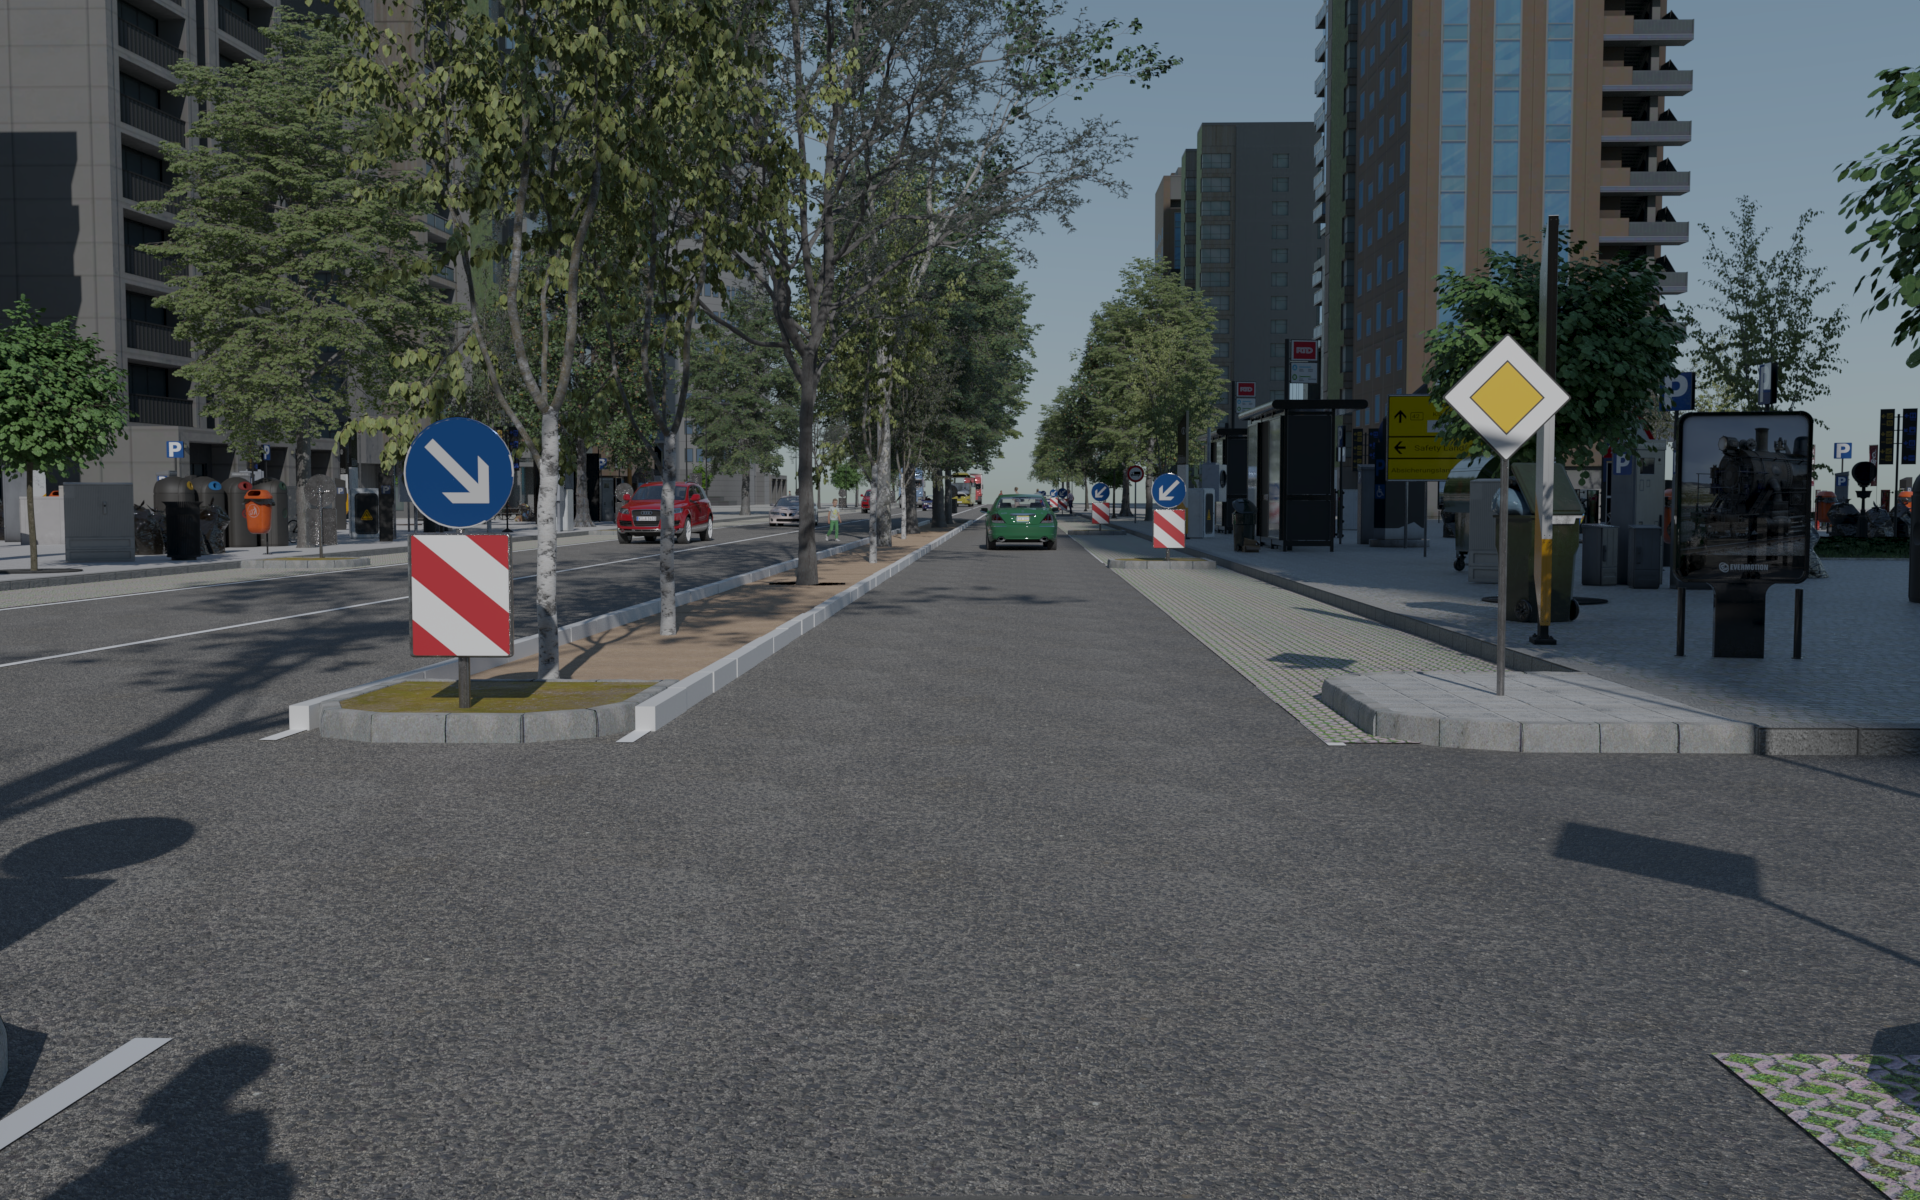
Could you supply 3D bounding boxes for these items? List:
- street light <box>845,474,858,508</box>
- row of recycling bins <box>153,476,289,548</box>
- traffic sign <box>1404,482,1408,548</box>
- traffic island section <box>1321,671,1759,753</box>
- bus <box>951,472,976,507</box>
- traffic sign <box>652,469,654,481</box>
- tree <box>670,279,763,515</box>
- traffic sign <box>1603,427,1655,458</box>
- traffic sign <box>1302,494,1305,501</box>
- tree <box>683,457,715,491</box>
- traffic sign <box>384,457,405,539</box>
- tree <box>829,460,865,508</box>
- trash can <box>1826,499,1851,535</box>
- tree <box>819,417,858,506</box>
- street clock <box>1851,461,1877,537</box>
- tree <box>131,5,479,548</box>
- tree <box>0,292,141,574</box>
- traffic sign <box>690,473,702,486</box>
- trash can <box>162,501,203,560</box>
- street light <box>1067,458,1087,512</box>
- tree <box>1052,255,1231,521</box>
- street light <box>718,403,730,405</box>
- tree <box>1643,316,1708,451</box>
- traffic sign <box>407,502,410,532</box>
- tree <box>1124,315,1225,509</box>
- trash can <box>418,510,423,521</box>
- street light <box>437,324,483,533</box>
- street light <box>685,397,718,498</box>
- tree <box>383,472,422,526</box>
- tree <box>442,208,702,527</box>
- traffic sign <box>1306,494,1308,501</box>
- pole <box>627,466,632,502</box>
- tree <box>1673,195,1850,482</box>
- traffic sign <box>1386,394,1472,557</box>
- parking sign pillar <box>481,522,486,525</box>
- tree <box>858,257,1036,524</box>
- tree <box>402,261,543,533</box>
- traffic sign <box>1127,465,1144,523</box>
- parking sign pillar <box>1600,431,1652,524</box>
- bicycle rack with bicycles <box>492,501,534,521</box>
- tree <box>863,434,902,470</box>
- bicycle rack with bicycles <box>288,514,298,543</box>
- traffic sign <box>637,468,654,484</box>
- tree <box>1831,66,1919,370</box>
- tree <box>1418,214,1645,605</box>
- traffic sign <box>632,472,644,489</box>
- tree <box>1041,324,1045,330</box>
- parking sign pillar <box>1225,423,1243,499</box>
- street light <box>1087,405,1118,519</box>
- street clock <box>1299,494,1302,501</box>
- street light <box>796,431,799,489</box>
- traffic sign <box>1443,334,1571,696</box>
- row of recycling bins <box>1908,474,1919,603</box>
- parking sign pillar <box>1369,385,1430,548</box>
[{"bbox_3d":[-9.992,-11.473,160.130,1.470,5.913,1.316,0,4,2],"label":"street light"},{"bbox_3d":[-17.625,-2.092,41.325,1.069,1.692,3.534,2,4,27],"label":"row of recycling bins"},{"bbox_3d":[10.523,-2.491,40.832,0.768,2.556,0.104,1,4,10],"label":"traffic sign"},{"bbox_3d":[3.462,0.687,11.043,2.009,0.180,2.903,0,4,2],"label":"traffic island section"},{"bbox_3d":[0.227,-12.482,195.630,2.896,3.916,12.252,0,4,3],"label":"bus"},{"bbox_3d":[-15.161,-5.176,84.730,0.768,2.556,0.104,0,4,5],"label":"traffic sign"},{"bbox_3d":[-12.969,-12.077,104.109,9.857,13.997,8.962,0,3,0],"label":"tree"},{"bbox_3d":[9.891,-1.559,25.494,0.884,2.594,0.081,0,4,2],"label":"traffic sign"},{"bbox_3d":[9.687,-2.982,48.864,0.768,2.556,0.104,0,4,2],"label":"traffic sign"},{"bbox_3d":[-13.818,-5.923,91.445,1.663,3.219,1.824,0,3,0],"label":"tree"},{"bbox_3d":[-16.020,-2.993,49.036,0.768,2.556,0.104,1,4,10],"label":"traffic sign"},{"bbox_3d":[-10.758,-11.034,164.125,4.285,4.588,4.351,0,3,0],"label":"tree"},{"bbox_3d":[27.007,-2.547,53.295,0.748,1.137,0.748,0,3,0],"label":"trash can"},{"bbox_3d":[-11.129,-16.042,180.405,7.486,12.596,7.792,0,3,0],"label":"tree"},{"bbox_3d":[19.964,-2.062,38.284,0.471,2.002,0.358,1,4,12],"label":"street clock"},{"bbox_3d":[-15.299,-7.498,40.719,7.486,12.596,7.792,0,3,0],"label":"tree"},{"bbox_3d":[-15.293,-2.735,28.438,4.285,4.588,4.351,0,3,0],"label":"tree"},{"bbox_3d":[-12.920,-5.048,84.670,0.606,2.300,0.079,0,4,6],"label":"traffic sign"},{"bbox_3d":[-15.084,-1.344,33.633,0.748,1.137,0.748,0,3,0],"label":"trash can"},{"bbox_3d":[8.674,-9.437,126.843,1.470,5.913,1.316,0,4,2],"label":"street light"},{"bbox_3d":[9.407,-10.073,82.813,7.486,12.596,7.792,0,3,0],"label":"tree"},{"bbox_3d":[-12.385,-7.074,88.204,1.470,5.913,1.316,0,4,2],"label":"street light"},{"bbox_3d":[28.788,-7.450,72.169,4.360,8.622,3.978,0,3,0],"label":"tree"},{"bbox_3d":[-18.747,-3.593,58.849,0.768,2.556,0.104,0,4,6],"label":"traffic sign"},{"bbox_3d":[8.505,-7.386,71.123,4.737,8.622,4.395,0,3,0],"label":"tree"},{"bbox_3d":[-25.662,-4.326,82.390,0.748,1.137,0.748,0,3,0],"label":"trash can"},{"bbox_3d":[-13.745,-4.586,47.523,1.470,5.913,1.316,0,4,2],"label":"street light"},{"bbox_3d":[-12.579,-6.760,83.059,1.470,5.913,1.316,0,4,2],"label":"street light"},{"bbox_3d":[-22.519,-4.671,70.979,1.663,3.219,1.824,0,3,0],"label":"tree"},{"bbox_3d":[-14.701,-9.172,66.972,9.611,12.733,9.660,0,3,0],"label":"tree"},{"bbox_3d":[9.559,-2.790,47.751,0.606,2.300,0.079,1,4,10],"label":"traffic sign"},{"bbox_3d":[-14.602,-5.059,76.565,0.158,3.312,0.155,0,3,0],"label":"pole"},{"bbox_3d":[19.658,-5.622,42.289,4.737,8.622,4.395,0,3,0],"label":"tree"},{"bbox_3d":[9.805,-2.526,35.178,2.265,3.308,0.079,0,4,7],"label":"traffic sign"},{"bbox_3d":[-20.794,-5.181,73.180,1.447,3.967,1.447,3,5,39],"label":"parking sign pillar"},{"bbox_3d":[-0.468,-9.858,81.758,7.486,12.596,7.792,0,3,0],"label":"tree"},{"bbox_3d":[-15.059,-6.359,54.340,4.360,8.622,3.978,0,3,0],"label":"tree"},{"bbox_3d":[7.707,-4.645,76.054,0.768,2.556,0.104,0,4,5],"label":"traffic sign"},{"bbox_3d":[19.417,-3.793,50.486,1.447,3.967,1.447,3,4,38],"label":"parking sign pillar"},{"bbox_3d":[-21.877,-4.378,84.955,2.925,0.926,2.852,0,4,-2],"label":"bicycle rack with bicycles"},{"bbox_3d":[-9.227,-16.346,201.675,8.767,10.594,7.601,2,4,29],"label":"tree"},{"bbox_3d":[-17.887,-1.969,45.576,2.852,0.926,2.925,1,4,8],"label":"bicycle rack with bicycles"},{"bbox_3d":[-13.914,-4.678,76.595,0.768,2.556,0.104,1,4,9],"label":"traffic sign"},{"bbox_3d":[6.675,-1.584,9.607,4.285,4.588,4.351,0,3,0],"label":"tree"},{"bbox_3d":[6.919,-2.247,20.453,4.285,4.588,4.351,0,3,0],"label":"tree"},{"bbox_3d":[-15.391,-5.061,82.751,0.884,2.594,0.081,0,4,5],"label":"traffic sign"},{"bbox_3d":[-0.882,-10.022,72.970,9.857,13.997,8.962,0,3,0],"label":"tree"},{"bbox_3d":[10.468,-4.756,66.229,1.447,3.967,1.447,1,4,22],"label":"parking sign pillar"},{"bbox_3d":[7.535,-7.221,90.611,1.470,5.913,1.316,0,4,2],"label":"street light"},{"bbox_3d":[10.399,-2.960,52.963,0.471,2.002,0.358,-1,4,-18],"label":"street clock"},{"bbox_3d":[-11.222,-9.281,124.287,1.470,5.913,1.316,0,4,2],"label":"street light"},{"bbox_3d":[3.439,-0.448,10.966,0.795,2.450,0.064,0,4,2],"label":"traffic sign"},{"bbox_3d":[12.900,-0.777,19.825,3.534,1.692,1.069,1,4,21],"label":"row of recycling bins"},{"bbox_3d":[10.702,-3.278,42.070,1.447,3.967,1.447,-2,4,-28],"label":"parking sign pillar"}]
